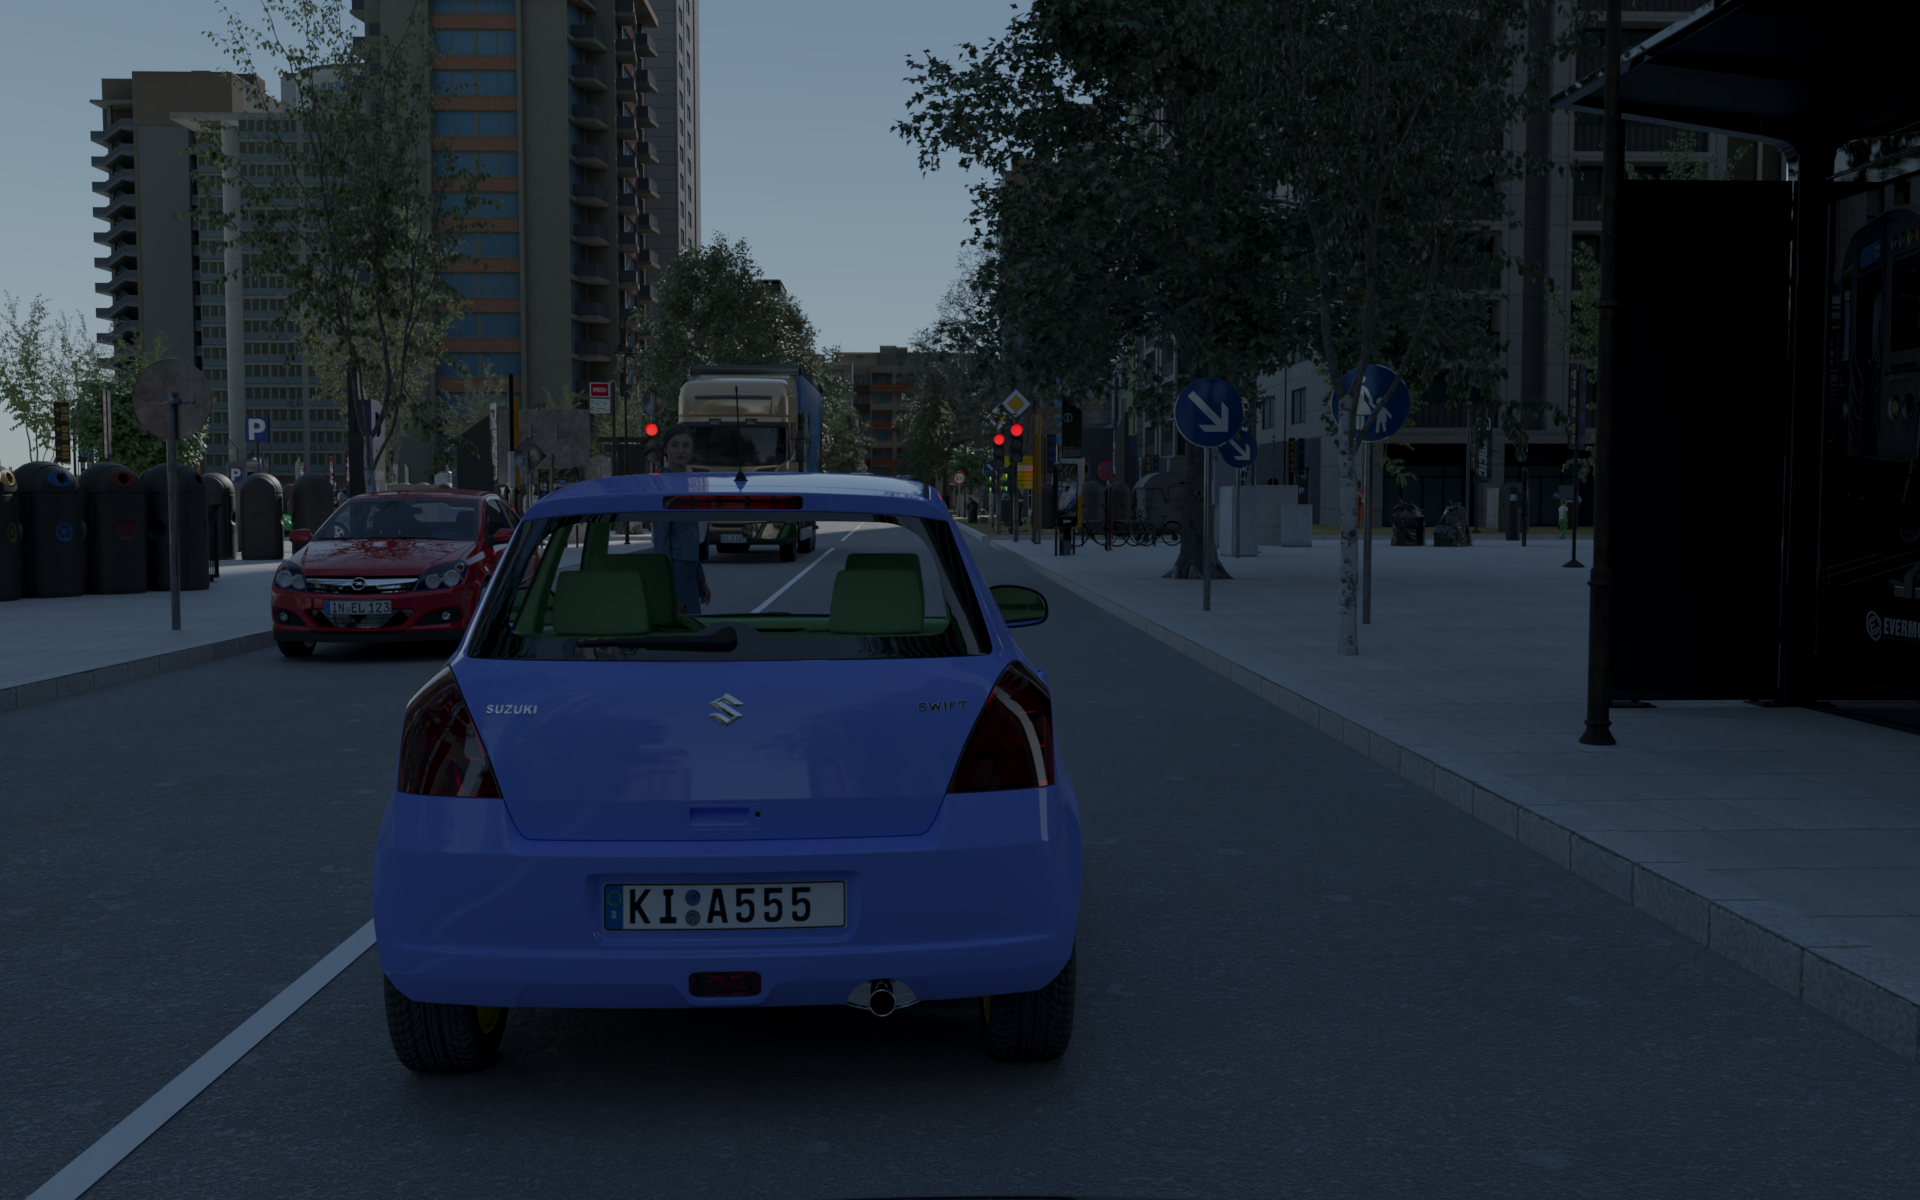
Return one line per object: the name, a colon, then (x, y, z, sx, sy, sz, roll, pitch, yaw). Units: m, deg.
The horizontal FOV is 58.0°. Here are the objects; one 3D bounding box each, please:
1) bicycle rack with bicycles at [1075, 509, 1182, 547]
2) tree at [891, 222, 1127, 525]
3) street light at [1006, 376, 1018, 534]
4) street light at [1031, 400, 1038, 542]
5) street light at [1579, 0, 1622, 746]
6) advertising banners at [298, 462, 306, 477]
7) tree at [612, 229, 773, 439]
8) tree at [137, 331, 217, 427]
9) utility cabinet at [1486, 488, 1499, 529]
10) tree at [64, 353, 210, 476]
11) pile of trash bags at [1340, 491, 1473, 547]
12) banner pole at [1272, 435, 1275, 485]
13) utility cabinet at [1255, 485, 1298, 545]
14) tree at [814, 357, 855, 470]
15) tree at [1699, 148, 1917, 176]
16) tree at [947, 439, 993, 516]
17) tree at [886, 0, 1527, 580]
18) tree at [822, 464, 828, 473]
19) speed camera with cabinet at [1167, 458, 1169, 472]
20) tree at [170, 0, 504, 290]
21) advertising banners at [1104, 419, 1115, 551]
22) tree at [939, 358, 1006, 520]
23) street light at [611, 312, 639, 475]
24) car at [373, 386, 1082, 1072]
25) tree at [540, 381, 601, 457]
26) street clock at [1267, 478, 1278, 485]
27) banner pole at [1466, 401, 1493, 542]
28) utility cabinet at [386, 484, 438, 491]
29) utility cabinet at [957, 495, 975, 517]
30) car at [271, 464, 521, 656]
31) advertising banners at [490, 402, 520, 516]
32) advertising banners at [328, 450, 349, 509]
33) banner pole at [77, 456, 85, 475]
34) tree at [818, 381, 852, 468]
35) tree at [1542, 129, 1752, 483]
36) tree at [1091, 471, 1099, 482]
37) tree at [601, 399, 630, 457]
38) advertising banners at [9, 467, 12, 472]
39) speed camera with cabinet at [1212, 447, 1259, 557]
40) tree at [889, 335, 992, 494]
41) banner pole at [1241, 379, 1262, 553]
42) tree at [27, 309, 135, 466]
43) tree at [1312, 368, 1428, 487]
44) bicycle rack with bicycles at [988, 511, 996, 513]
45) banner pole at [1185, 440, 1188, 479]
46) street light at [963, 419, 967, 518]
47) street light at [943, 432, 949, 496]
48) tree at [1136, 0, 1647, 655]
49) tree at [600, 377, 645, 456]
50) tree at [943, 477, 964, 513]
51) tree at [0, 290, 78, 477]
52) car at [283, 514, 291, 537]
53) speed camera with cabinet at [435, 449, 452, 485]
bicycle rack with bicycles: (4.083, -1.806, 42.910, 2.925, 0.926, 2.852, 0, 4, 6)
tree: (2.380, -9.948, 73.022, 12.009, 13.543, 11.850, 0, 3, 0)
street light: (1.647, -5.038, 55.159, 0.468, 5.910, 1.993, 0, 4, -2)
street light: (1.981, -4.481, 46.050, 0.468, 5.910, 1.993, 0, 4, -2)
street light: (3.283, -2.199, 8.739, 0.468, 5.910, 1.993, 0, 4, -2)
advertising banners: (-36.634, -6.043, 94.983, 2.074, 3.025, 0.090, 2, 4, 25)
tree: (-10.542, -9.697, 75.548, 9.611, 12.733, 9.660, 0, 3, 0)
tree: (-35.617, -7.747, 77.022, 4.737, 8.622, 4.395, 0, 3, 0)
utility cabinet: (19.730, -3.370, 63.784, 0.318, 1.500, 1.173, 3, 4, 36)
tree: (-19.255, -3.489, 40.752, 4.285, 4.588, 4.351, 0, 3, 0)
pile of trash bags: (11.153, -2.056, 43.375, 3.447, 1.369, 1.912, 3, 4, 36)
banner pole: (13.335, -5.120, 73.732, 0.401, 3.779, 0.863, 1, 4, 9)
utility cabinet: (7.808, -2.110, 43.183, 1.173, 1.500, 0.318, -1, 4, -11)
tree: (-11.827, -11.939, 120.950, 9.928, 11.665, 9.643, 0, 3, 0)
tree: (14.604, -4.795, 28.763, 4.360, 8.622, 3.978, 0, 3, 0)
tree: (0.703, -7.314, 103.299, 4.285, 4.588, 4.351, 0, 3, 0)
tree: (3.693, -6.662, 25.927, 9.611, 12.733, 9.660, 0, 3, 0)
tree: (-12.318, -9.588, 140.473, 4.285, 4.588, 4.351, 0, 3, 0)
speed camera with cabinet: (11.340, -6.174, 95.286, 0.660, 3.252, 2.038, 2, 4, 31)
tree: (-7.774, -4.409, 22.452, 4.360, 8.622, 3.978, 0, 3, 0)
advertising banners: (3.449, -2.657, 39.631, 0.090, 3.025, 2.074, 1, 4, 10)
tree: (1.359, -8.346, 86.824, 4.360, 8.622, 3.978, 0, 3, 0)
street light: (-8.511, -4.363, 44.123, 0.468, 5.910, 1.993, 0, 4, -2)
car: (-0.635, 0.242, 5.638, 1.945, 1.707, 3.694, 0, 4, -4)
tree: (-26.142, -9.942, 112.918, 4.737, 8.622, 4.395, 0, 3, 0)
street clock: (14.160, -4.521, 78.493, 0.471, 2.002, 0.358, 0, 4, -2)
banner pole: (13.945, -3.469, 46.733, 0.863, 3.779, 0.401, 1, 4, 11)
utility cabinet: (-12.375, -1.857, 39.047, 1.173, 1.500, 0.318, -3, 4, -38)
utility cabinet: (0.355, -5.375, 99.048, 1.020, 1.237, 0.306, 0, 4, 4)
car: (-5.200, -0.467, 16.679, 2.155, 1.783, 4.494, 0, 4, -4)
advertising banners: (-8.561, -2.223, 32.540, 0.090, 3.025, 2.074, -2, 4, -27)
advertising banners: (-24.415, -4.401, 68.143, 0.090, 3.025, 2.074, 1, 4, 10)
banner pole: (-57.929, -7.596, 114.217, 0.401, 3.779, 0.863, 1, 4, 15)
tree: (-11.749, -12.093, 132.138, 7.601, 10.594, 8.767, -1, 4, -19)
tree: (13.823, -5.162, 34.754, 4.737, 8.622, 4.395, 0, 3, 0)
tree: (9.208, -8.001, 125.424, 1.663, 3.219, 1.824, 0, 3, 0)
tree: (-25.475, -10.769, 126.440, 4.737, 8.622, 4.395, 0, 3, 0)
advertising banners: (-61.274, -7.038, 111.263, 2.074, 3.025, 0.090, 3, 5, 40)
speed camera with cabinet: (5.707, -2.568, 36.323, 0.660, 3.252, 2.038, 0, 4, -8)
tree: (-1.845, -21.068, 200.347, 12.611, 20.169, 13.585, 0, 3, 0)
banner pole: (6.305, -2.932, 37.955, 0.401, 3.779, 0.863, -1, 4, -21)
tree: (-34.452, -7.221, 68.422, 4.360, 8.622, 3.978, 0, 3, 0)
tree: (14.415, -6.752, 60.756, 4.737, 8.622, 4.395, 0, 3, 0)
bicycle rack with bicycles: (3.216, -6.260, 115.734, 2.852, 0.926, 2.925, 1, 4, 22)
banner pole: (9.471, -4.967, 71.228, 0.401, 3.779, 0.863, -3, 4, -37)
street light: (0.265, -7.323, 92.516, 0.468, 5.910, 1.993, 0, 4, -2)
street light: (-1.008, -9.542, 128.799, 0.468, 5.910, 1.993, 0, 4, -2)
tree: (3.102, -3.852, 13.343, 4.360, 8.622, 3.978, 0, 3, 0)
tree: (-20.203, -9.540, 106.338, 4.360, 8.622, 3.978, 0, 3, 0)
tree: (-0.134, -7.677, 120.118, 1.663, 3.219, 1.824, 0, 3, 0)
tree: (-33.442, -6.885, 62.926, 4.737, 8.622, 4.395, 0, 3, 0)
car: (-21.402, -2.498, 49.643, 4.718, 1.807, 1.959, 0, 4, -4)
speed camera with cabinet: (-21.271, -4.765, 72.240, 0.660, 3.252, 2.038, 0, 4, 5)
